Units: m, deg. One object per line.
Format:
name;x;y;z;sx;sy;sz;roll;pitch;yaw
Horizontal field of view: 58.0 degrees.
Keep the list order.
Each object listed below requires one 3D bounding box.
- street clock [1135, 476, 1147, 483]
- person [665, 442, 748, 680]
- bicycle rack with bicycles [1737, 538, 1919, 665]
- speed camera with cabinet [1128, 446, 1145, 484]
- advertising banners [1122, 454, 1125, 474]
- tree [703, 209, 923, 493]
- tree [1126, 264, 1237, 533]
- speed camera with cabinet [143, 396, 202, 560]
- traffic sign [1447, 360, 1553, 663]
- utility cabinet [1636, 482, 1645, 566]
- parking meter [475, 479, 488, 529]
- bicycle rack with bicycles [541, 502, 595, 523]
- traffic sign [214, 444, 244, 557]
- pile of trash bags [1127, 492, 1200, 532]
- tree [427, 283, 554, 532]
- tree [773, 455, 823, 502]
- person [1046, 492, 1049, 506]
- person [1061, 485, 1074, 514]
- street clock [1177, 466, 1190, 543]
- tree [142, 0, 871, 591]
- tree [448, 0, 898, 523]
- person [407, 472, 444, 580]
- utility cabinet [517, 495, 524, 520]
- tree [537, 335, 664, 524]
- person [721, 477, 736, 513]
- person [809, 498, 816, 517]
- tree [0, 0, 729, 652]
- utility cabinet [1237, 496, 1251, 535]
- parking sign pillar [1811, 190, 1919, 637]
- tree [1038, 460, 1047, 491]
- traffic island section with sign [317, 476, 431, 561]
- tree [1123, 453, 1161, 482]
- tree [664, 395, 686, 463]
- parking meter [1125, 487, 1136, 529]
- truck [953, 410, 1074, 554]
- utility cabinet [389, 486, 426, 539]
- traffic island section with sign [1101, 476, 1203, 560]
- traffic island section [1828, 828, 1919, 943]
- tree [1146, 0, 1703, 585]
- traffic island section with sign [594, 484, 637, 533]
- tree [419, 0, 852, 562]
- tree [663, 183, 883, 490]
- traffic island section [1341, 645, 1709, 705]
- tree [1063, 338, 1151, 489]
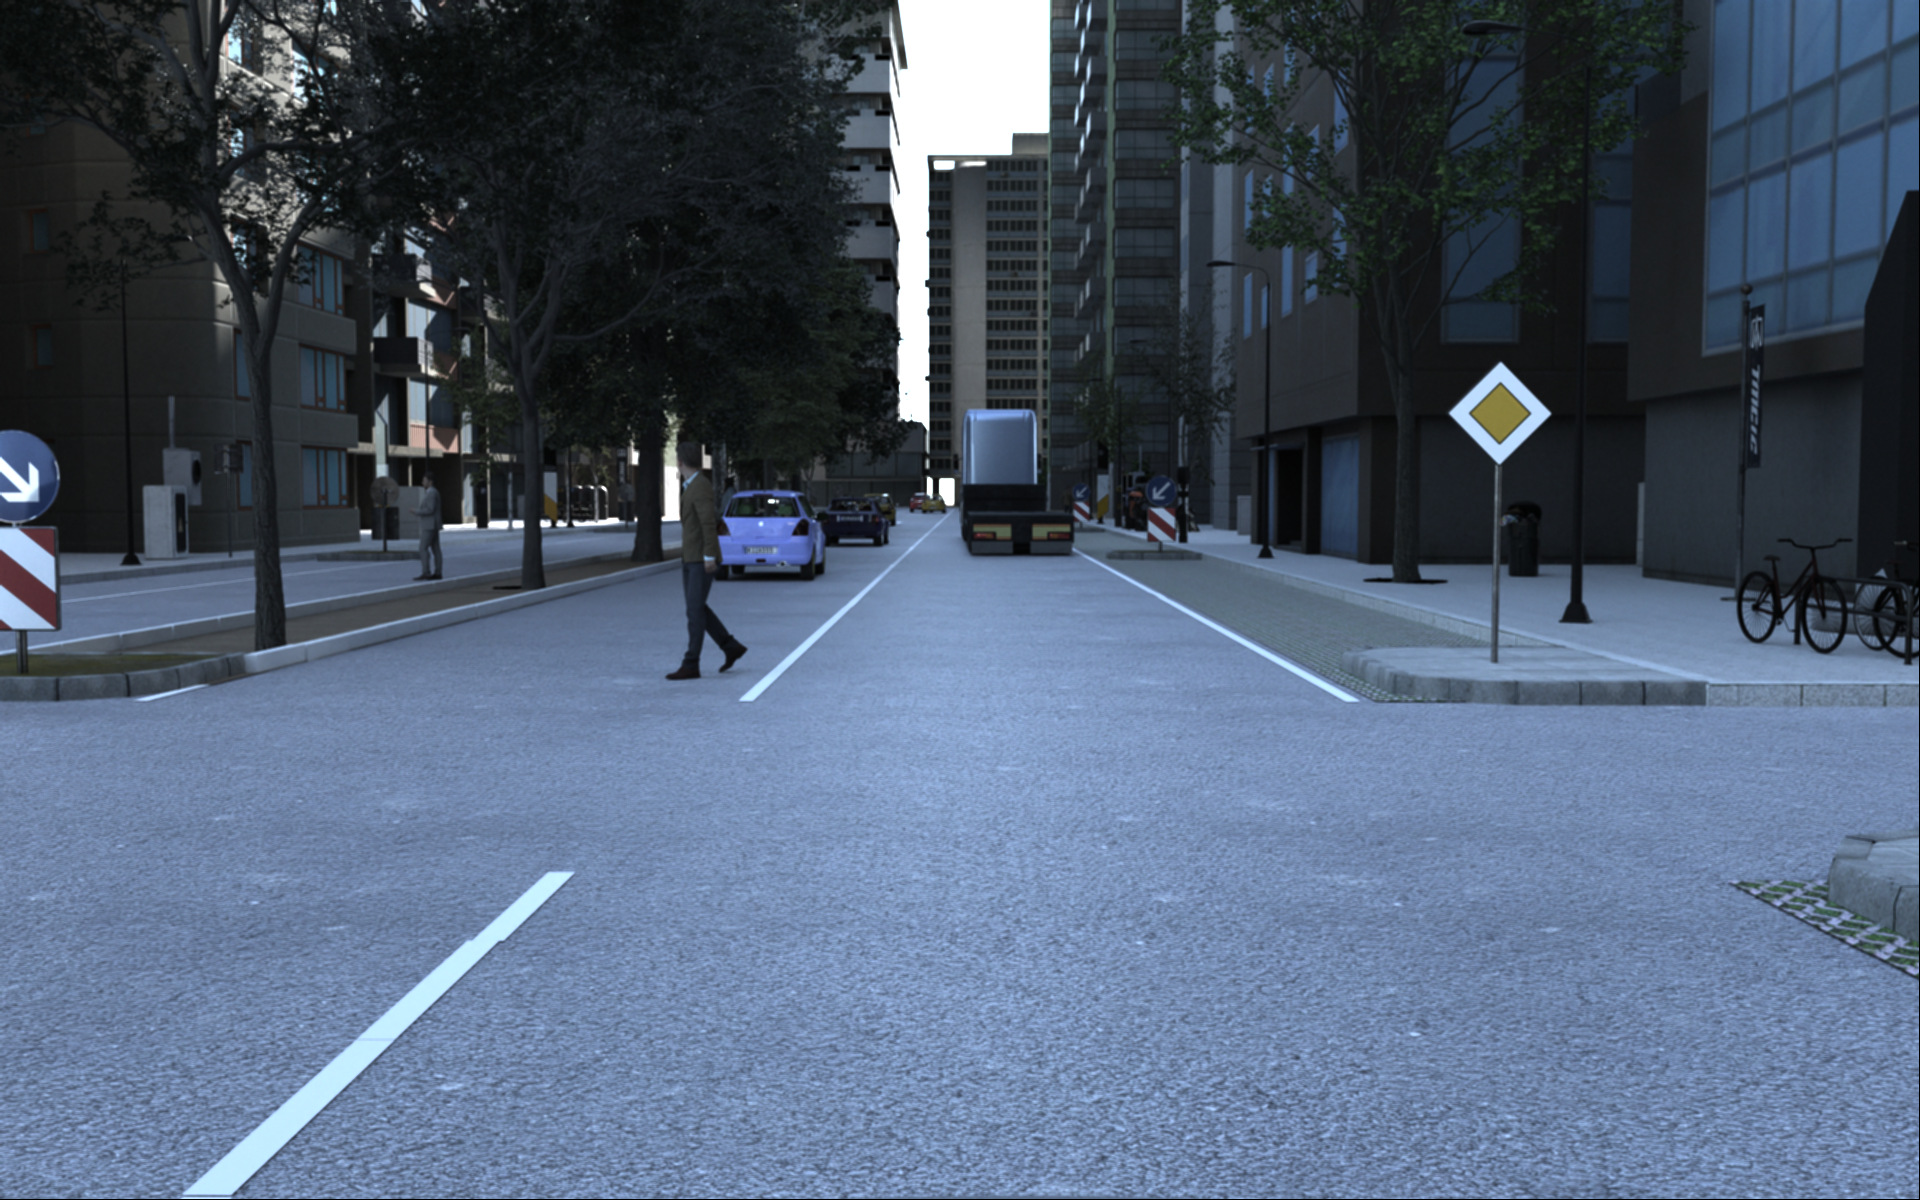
street clock;7.234;-3.958;69.276;0.358;2.002;0.471;3;5;41
person;-2.040;-0.320;13.640;0.656;1.842;0.836;3;5;43
bicycle rack with bicycles;7.881;-0.020;13.704;2.852;0.926;2.925;0;4;2
speed camera with cabinet;7.130;-4.723;71.561;0.660;3.252;2.038;0;4;-6
advertising banners;7.402;-4.935;76.876;0.090;3.025;2.074;1;4;18
tree;-6.321;-8.992;66.485;9.611;12.733;9.660;0;3;0
tree;7.577;-6.468;56.110;4.360;8.622;3.978;0;3;0
speed camera with cabinet;-15.666;-2.455;34.472;0.660;3.252;2.038;-1;4;-9
traffic sign;4.063;-0.579;13.112;0.795;2.450;0.064;0;4;0
utility cabinet;12.497;-1.337;30.541;1.173;1.500;0.318;-1;4;-22
parking meter;-17.817;-3.596;64.512;0.399;1.863;0.255;-3;5;-40
bicycle rack with bicycles;-17.562;-3.949;77.953;2.852;0.926;2.925;2;4;35
traffic sign;-14.809;-2.017;35.100;0.606;2.300;0.079;0;4;2
pile of trash bags;6.777;-3.069;59.931;1.912;1.369;3.447;-2;4;-25
tree;-15.426;-6.607;58.390;4.737;8.622;4.395;0;3;0
tree;-6.567;-7.472;74.993;4.360;8.622;3.978;0;3;0
person;4.168;-4.709;85.333;0.795;1.843;0.661;3;4;36
person;5.107;-4.471;81.514;0.656;1.842;0.836;0;4;-3
street clock;5.870;-2.504;45.505;0.358;2.002;0.471;1;4;23
tree;-6.357;-6.884;25.374;12.009;13.543;11.850;0;3;0
tree;-7.762;-11.569;47.505;12.611;20.169;13.585;0;3;0
person;-8.935;-1.239;28.961;0.583;1.804;0.606;-1;4;-12
utility cabinet;-21.507;-4.594;86.276;1.020;1.237;0.306;0;4;7
tree;-16.012;-7.636;75.211;4.360;8.622;3.978;0;3;0
person;-4.935;-1.743;37.265;0.793;1.790;0.793;-3;5;-41
person;-4.574;-2.422;52.372;0.425;1.301;0.394;-2;4;-33
tree;-6.159;-4.814;15.575;8.767;10.594;7.601;0;4;0
utility cabinet;9.182;-2.621;54.015;1.020;1.237;0.306;0;4;-4
parking sign pillar;8.756;-1.688;16.068;1.447;3.967;1.447;1;4;14
tree;7.883;-11.144;165.923;4.285;4.588;4.351;0;3;0
traffic island section with sign;-12.731;-1.790;37.902;1.989;1.847;2.006;0;4;0
tree;7.854;-4.893;74.596;1.663;3.219;1.824;0;3;0
tree;-15.733;-8.371;87.226;4.360;8.622;3.978;0;3;0
parking meter;6.231;-3.359;63.324;0.372;1.533;0.369;0;3;0
truck;1.332;-3.646;49.369;2.967;4.110;18.799;0;4;-1
utility cabinet;-15.747;-2.484;49.285;1.173;1.500;0.318;2;4;24
traffic island section with sign;4.255;-1.813;38.269;1.989;1.847;2.006;0;4;0
traffic island section;4.037;1.044;5.204;2.009;0.180;2.903;0;4;0
tree;6.306;-6.059;24.823;9.928;11.665;9.643;0;3;0
traffic island section with sign;-12.560;-3.448;64.995;1.989;1.847;2.006;0;4;0
tree;-6.630;-7.784;36.374;9.857;13.997;8.962;0;3;0
tree;-6.488;-8.396;57.858;7.486;12.596;7.792;0;3;0
traffic island section;4.087;0.556;13.189;2.009;0.180;2.903;0;4;0
tree;6.966;-8.104;82.858;4.737;8.622;4.395;0;3;0
